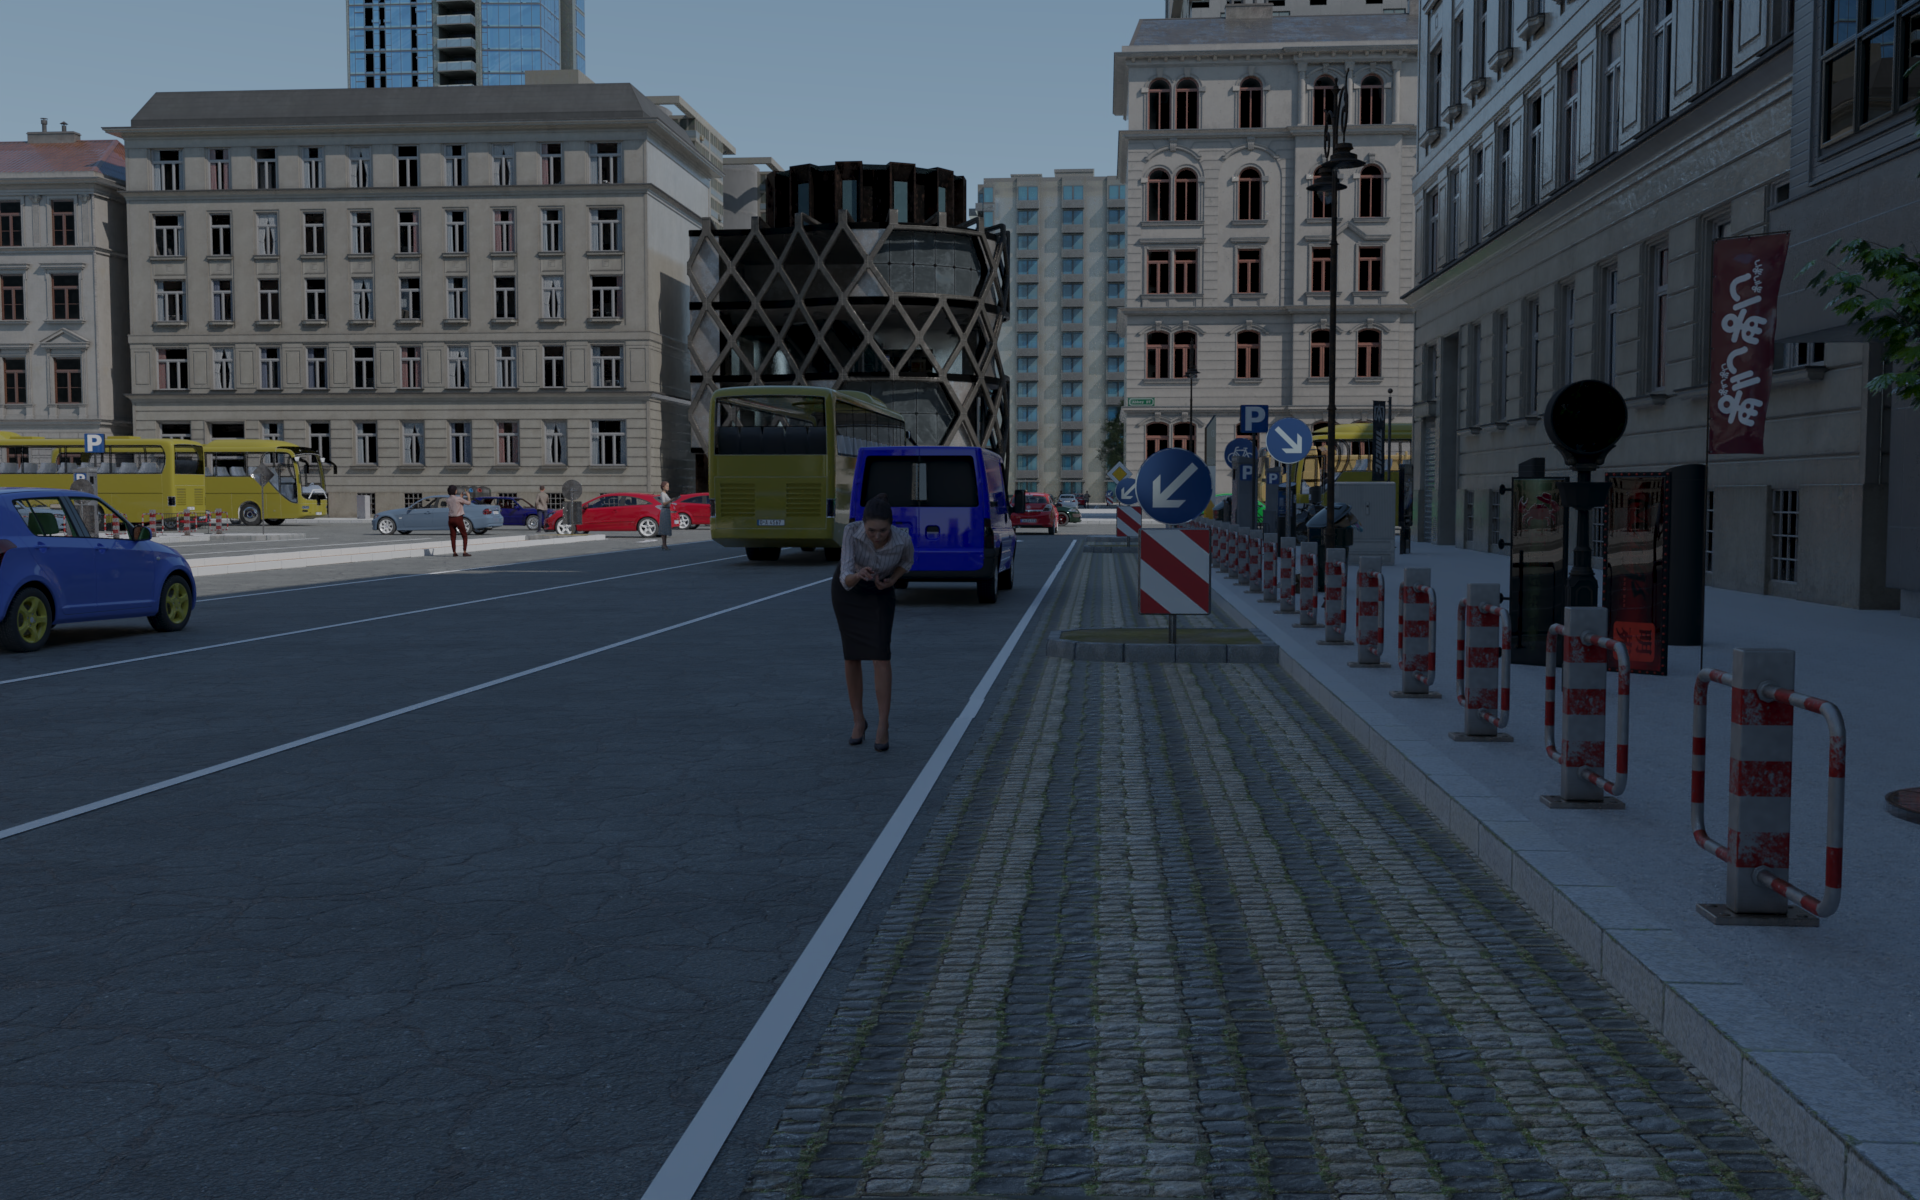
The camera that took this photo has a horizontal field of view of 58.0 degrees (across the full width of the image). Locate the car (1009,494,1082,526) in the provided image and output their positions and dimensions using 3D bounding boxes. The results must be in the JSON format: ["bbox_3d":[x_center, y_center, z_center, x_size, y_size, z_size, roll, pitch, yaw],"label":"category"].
[{"bbox_3d":[3.336,-4.136,77.418,4.222,1.686,2.009,0,4,5],"label":"car"}]

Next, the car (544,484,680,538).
[{"bbox_3d":[-11.567,-2.960,57.442,4.494,1.783,2.155,0,4,4],"label":"car"}]

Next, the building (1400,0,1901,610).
[{"bbox_3d":[18.375,-12.157,32.054,16.112,22.955,30.059,0,4,5],"label":"building"}]

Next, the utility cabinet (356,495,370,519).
[{"bbox_3d":[-30.768,-4.782,89.346,0.306,1.237,1.020,-3,5,-42],"label":"utility cabinet"}]

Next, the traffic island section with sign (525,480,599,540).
[{"bbox_3d":[-12.347,-2.823,54.297,2.006,1.907,1.989,0,4,5],"label":"traffic island section with sign"}]

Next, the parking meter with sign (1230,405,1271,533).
[{"bbox_3d":[5.726,-2.350,34.678,0.543,3.016,1.738,0,4,-1],"label":"parking meter with sign"}]

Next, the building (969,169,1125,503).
[{"bbox_3d":[16.847,-39.021,257.602,30.456,49.044,23.786,0,4,5],"label":"building"}]

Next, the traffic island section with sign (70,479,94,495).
[{"bbox_3d":[-22.650,-2.166,44.039,1.989,1.847,2.006,0,4,5],"label":"traffic island section with sign"}]

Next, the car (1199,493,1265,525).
[{"bbox_3d":[10.875,-3.577,67.288,4.718,1.807,1.959,0,4,6],"label":"car"}]

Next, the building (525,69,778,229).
[{"bbox_3d":[-35.564,-28.809,162.915,32.217,40.220,23.993,0,4,5],"label":"building"}]

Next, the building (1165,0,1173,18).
[{"bbox_3d":[32.986,-39.690,190.934,21.231,58.520,28.212,0,4,5],"label":"building"}]

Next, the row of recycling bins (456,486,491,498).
[{"bbox_3d":[-25.089,-4.985,88.618,1.069,1.692,3.534,1,4,12],"label":"row of recycling bins"}]

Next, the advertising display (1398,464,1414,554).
[{"bbox_3d":[9.568,-1.955,37.174,0.123,1.923,0.974,2,4,26],"label":"advertising display"}]

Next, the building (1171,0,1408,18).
[{"bbox_3d":[34.643,-35.097,163.073,28.713,52.752,27.495,0,4,5],"label":"building"}]

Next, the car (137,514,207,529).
[{"bbox_3d":[-33.281,-3.806,71.269,4.494,1.783,2.155,0,4,5],"label":"car"}]

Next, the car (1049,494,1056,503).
[{"bbox_3d":[9.817,-11.259,195.881,2.131,1.459,4.920,0,4,5],"label":"car"}]

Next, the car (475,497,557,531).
[{"bbox_3d":[-17.840,-3.447,68.943,3.894,1.354,1.945,0,4,7],"label":"car"}]

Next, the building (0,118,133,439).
[{"bbox_3d":[-55.710,-16.061,98.759,21.152,22.565,11.583,0,4,5],"label":"building"}]

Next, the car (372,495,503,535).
[{"bbox_3d":[-18.409,-2.995,60.969,4.499,1.417,2.014,0,4,5],"label":"car"}]

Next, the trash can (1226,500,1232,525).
[{"bbox_3d":[6.649,-1.788,40.888,0.748,1.137,0.748,0,3,0],"label":"trash can"}]

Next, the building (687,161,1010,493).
[{"bbox_3d":[-5.521,-14.069,97.482,16.811,18.784,16.820,0,4,5],"label":"building"}]

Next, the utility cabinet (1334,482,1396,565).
[{"bbox_3d":[7.223,-1.377,31.193,1.173,1.500,0.318,0,4,8],"label":"utility cabinet"}]

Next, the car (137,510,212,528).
[{"bbox_3d":[-34.146,-3.756,73.988,3.894,1.354,1.945,0,4,6],"label":"car"}]

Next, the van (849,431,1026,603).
[{"bbox_3d":[-0.284,-1.225,24.414,2.240,2.365,5.245,0,4,5],"label":"van"}]

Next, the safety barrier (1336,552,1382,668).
[{"bbox_3d":[3.040,0.087,12.851,0.300,0.817,1.120,0,4,5],"label":"safety barrier"}]

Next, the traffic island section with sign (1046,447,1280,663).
[{"bbox_3d":[1.783,-0.424,15.562,1.989,1.847,2.006,0,4,5],"label":"traffic island section with sign"}]

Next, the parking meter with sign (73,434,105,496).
[{"bbox_3d":[-24.814,-3.231,49.086,0.543,3.016,1.738,0,4,-6],"label":"parking meter with sign"}]

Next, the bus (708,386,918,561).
[{"bbox_3d":[-3.122,-2.966,40.047,2.896,3.916,12.252,0,4,6],"label":"bus"}]

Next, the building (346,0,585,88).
[{"bbox_3d":[-56.406,-54.302,200.505,31.000,86.520,22.319,0,4,5],"label":"building"}]

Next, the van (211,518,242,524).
[{"bbox_3d":[-35.555,-4.640,82.872,4.112,2.044,2.013,0,4,7],"label":"van"}]

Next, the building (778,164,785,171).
[{"bbox_3d":[-29.439,-30.736,194.410,23.993,40.220,32.217,0,4,5],"label":"building"}]

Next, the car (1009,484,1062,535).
[{"bbox_3d":[2.588,-3.262,62.370,2.155,1.783,4.494,0,4,5],"label":"car"}]

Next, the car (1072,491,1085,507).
[{"bbox_3d":[12.704,-10.884,186.999,2.155,1.783,4.494,0,4,5],"label":"car"}]

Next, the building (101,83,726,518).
[{"bbox_3d":[-29.899,-16.260,99.133,30.059,22.955,16.112,0,4,5],"label":"building"}]

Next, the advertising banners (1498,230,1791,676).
[{"bbox_3d":[4.800,-0.987,12.321,0.090,3.025,2.074,-3,5,-42],"label":"advertising banners"}]

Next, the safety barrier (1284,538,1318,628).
[{"bbox_3d":[3.357,-0.147,16.677,0.300,0.817,1.120,0,4,5],"label":"safety barrier"}]

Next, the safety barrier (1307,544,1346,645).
[{"bbox_3d":[3.199,-0.030,14.762,0.300,0.817,1.120,0,4,5],"label":"safety barrier"}]

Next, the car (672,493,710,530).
[{"bbox_3d":[-9.603,-3.732,70.055,4.494,1.783,2.155,0,4,5],"label":"car"}]

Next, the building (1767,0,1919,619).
[{"bbox_3d":[13.992,-11.204,2.258,14.314,24.678,30.058,0,4,5],"label":"building"}]

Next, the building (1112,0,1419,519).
[{"bbox_3d":[20.050,-18.731,93.636,23.554,28.519,14.401,0,4,5],"label":"building"}]

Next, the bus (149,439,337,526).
[{"bbox_3d":[-34.843,-5.339,78.831,12.252,3.916,2.896,0,4,5],"label":"bus"}]

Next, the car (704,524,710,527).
[{"bbox_3d":[-9.802,-4.123,77.193,4.222,1.686,2.009,0,4,4],"label":"car"}]

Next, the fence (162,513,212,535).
[{"bbox_3d":[-24.427,-2.401,54.626,0.278,0.683,2.069,1,4,18],"label":"fence"}]

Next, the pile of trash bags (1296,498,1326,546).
[{"bbox_3d":[9.690,-2.089,43.915,1.912,1.369,3.447,3,4,37],"label":"pile of trash bags"}]

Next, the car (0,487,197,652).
[{"bbox_3d":[-9.093,-0.455,17.030,1.945,1.707,3.694,0,4,6],"label":"car"}]

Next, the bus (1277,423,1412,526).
[{"bbox_3d":[17.266,-4.202,60.243,12.252,3.916,2.896,0,4,5],"label":"bus"}]

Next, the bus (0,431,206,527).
[{"bbox_3d":[-36.180,-4.681,68.089,12.252,3.916,2.896,0,4,4],"label":"bus"}]

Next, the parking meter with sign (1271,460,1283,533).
[{"bbox_3d":[8.643,-3.153,47.811,0.543,3.016,1.738,1,4,15],"label":"parking meter with sign"}]

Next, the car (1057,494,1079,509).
[{"bbox_3d":[9.521,-8.638,153.238,2.014,1.417,4.499,0,4,5],"label":"car"}]

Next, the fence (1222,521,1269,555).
[{"bbox_3d":[6.056,-1.341,37.296,0.278,0.683,2.069,-2,4,-26],"label":"fence"}]
